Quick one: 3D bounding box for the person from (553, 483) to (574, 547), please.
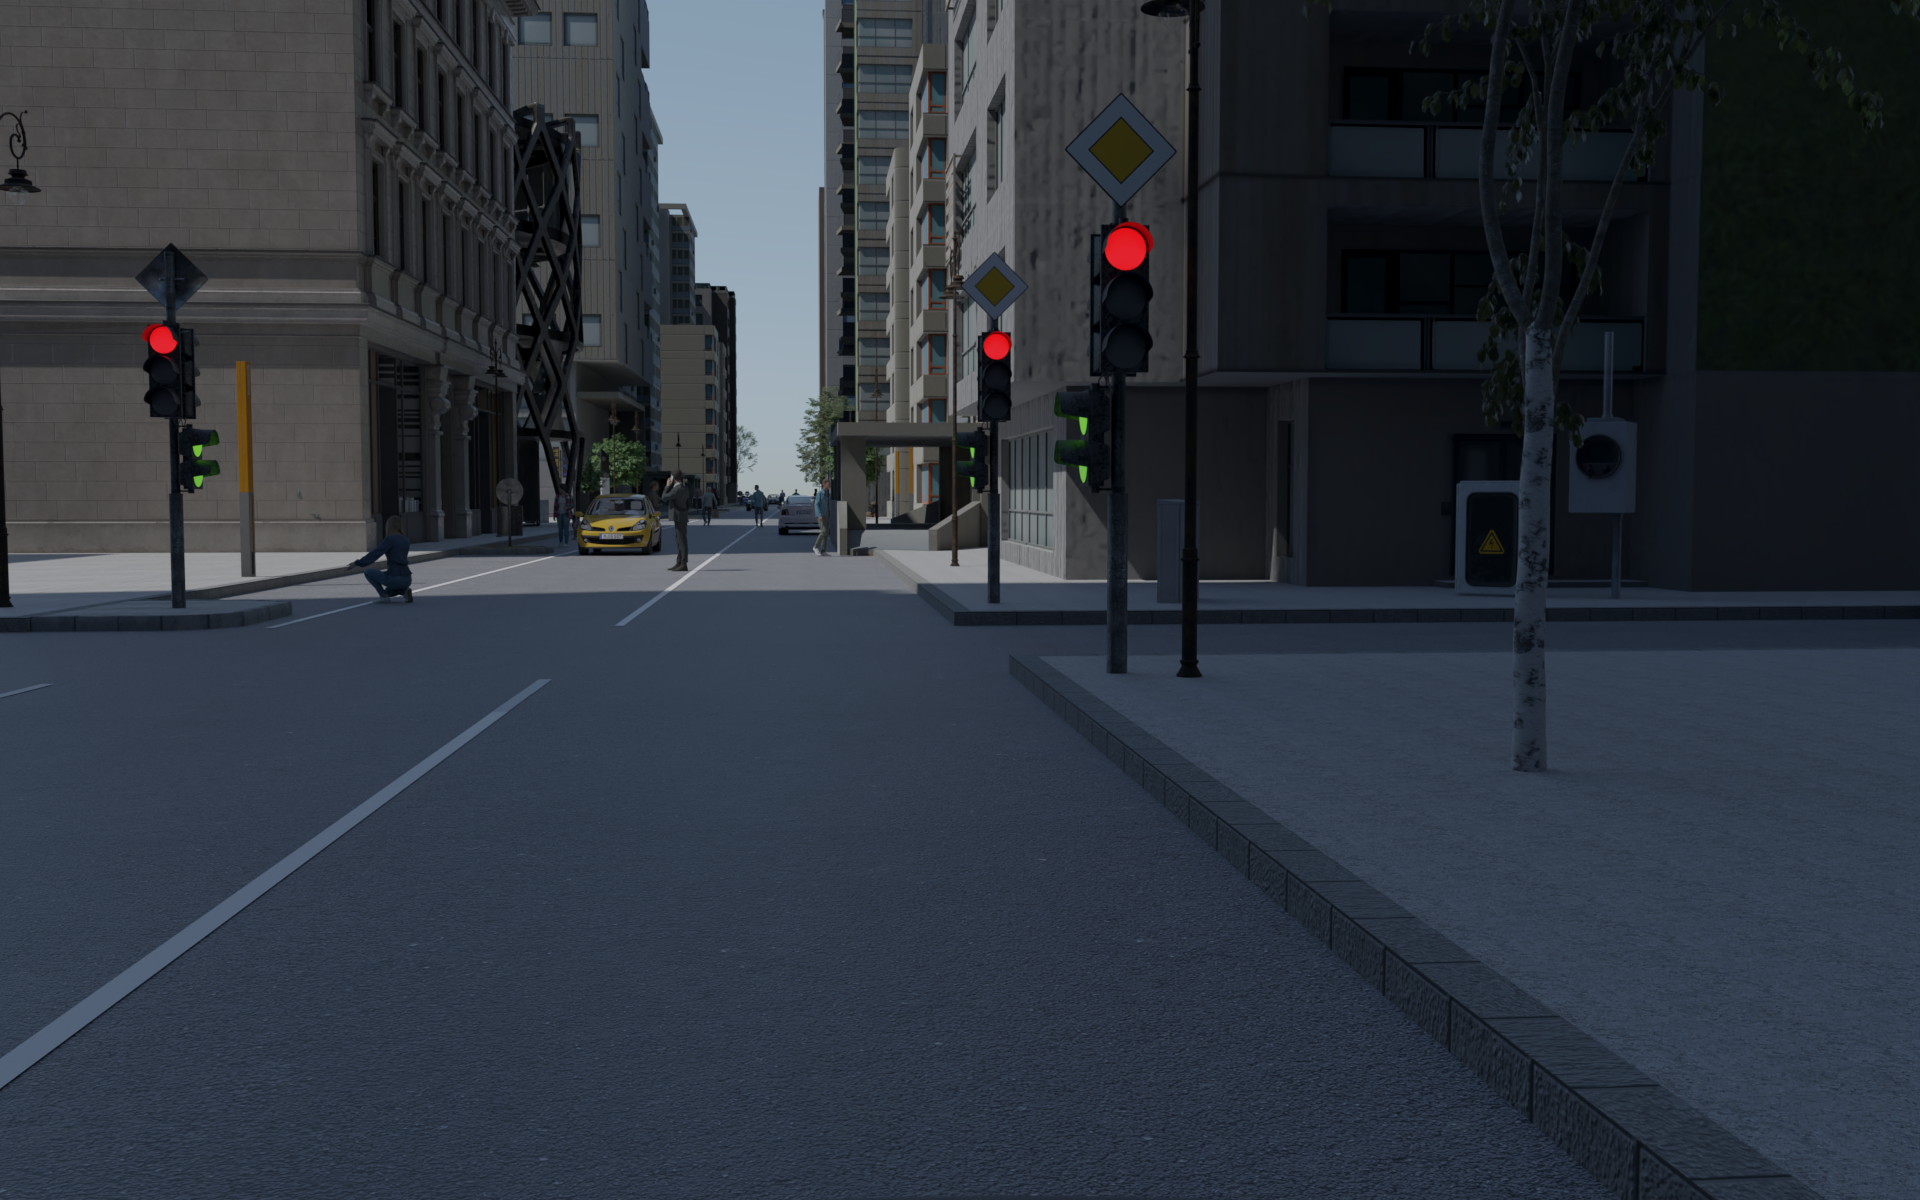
[{"bbox_3d":[-10.733,-2.300,46.939,0.563,1.720,0.643,0,4,5],"label":"person"}]

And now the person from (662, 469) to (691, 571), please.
[{"bbox_3d":[-5.274,-1.488,32.187,0.474,1.900,0.648,0,4,2],"label":"person"}]

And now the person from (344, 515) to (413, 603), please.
[{"bbox_3d":[-7.606,-0.538,22.787,0.738,1.151,1.012,2,4,32],"label":"person"}]

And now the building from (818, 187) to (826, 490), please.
[{"bbox_3d":[-13.091,-36.461,246.244,14.600,45.320,14.200,0,4,-5],"label":"building"}]

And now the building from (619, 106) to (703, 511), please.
[{"bbox_3d":[-39.945,-28.372,155.766,32.217,40.220,23.993,0,4,-5],"label":"building"}]

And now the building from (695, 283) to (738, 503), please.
[{"bbox_3d":[-37.775,-28.425,236.452,14.160,30.474,14.107,0,4,-5],"label":"building"}]

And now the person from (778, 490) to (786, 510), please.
[{"bbox_3d":[-16.157,-9.107,157.272,0.709,1.838,0.599,-2,4,-26],"label":"person"}]

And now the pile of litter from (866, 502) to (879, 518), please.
[{"bbox_3d":[-5.032,-4.955,94.979,1.176,0.858,1.719,-1,4,-9],"label":"pile of litter"}]

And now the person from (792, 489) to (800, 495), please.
[{"bbox_3d":[-12.281,-7.421,129.918,1.350,1.814,0.705,1,4,9],"label":"person"}]

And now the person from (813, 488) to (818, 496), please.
[{"bbox_3d":[-9.586,-6.537,115.521,0.705,1.807,1.348,0,4,7],"label":"person"}]

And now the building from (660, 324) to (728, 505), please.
[{"bbox_3d":[-40.217,-21.133,190.571,27.650,21.520,28.899,0,4,-5],"label":"building"}]

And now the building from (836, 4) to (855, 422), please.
[{"bbox_3d":[2.252,-28.804,125.571,22.147,44.769,28.867,0,4,-5],"label":"building"}]

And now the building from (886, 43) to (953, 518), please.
[{"bbox_3d":[11.028,-14.517,82.389,27.650,21.520,28.899,0,4,-5],"label":"building"}]

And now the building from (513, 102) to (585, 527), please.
[{"bbox_3d":[-23.296,-12.184,66.663,16.820,18.784,16.811,0,4,-5],"label":"building"}]

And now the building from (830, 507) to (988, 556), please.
[{"bbox_3d":[12.608,-21.747,47.437,32.217,40.220,23.993,0,4,-5],"label":"building"}]

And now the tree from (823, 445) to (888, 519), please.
[{"bbox_3d":[-5.370,-6.407,88.467,4.285,4.588,4.351,0,3,0],"label":"tree"}]

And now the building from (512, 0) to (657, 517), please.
[{"bbox_3d":[-33.382,-31.591,105.744,28.713,52.752,27.495,0,4,-5],"label":"building"}]

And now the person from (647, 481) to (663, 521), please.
[{"bbox_3d":[-7.830,-2.174,44.601,0.362,1.759,0.519,-2,4,-32],"label":"person"}]

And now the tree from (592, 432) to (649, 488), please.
[{"bbox_3d":[-17.978,-6.570,91.133,4.285,4.588,4.351,0,3,0],"label":"tree"}]

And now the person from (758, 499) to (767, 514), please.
[{"bbox_3d":[-14.361,-7.051,124.501,0.721,1.743,1.217,3,5,40],"label":"person"}]

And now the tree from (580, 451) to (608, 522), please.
[{"bbox_3d":[-16.727,-5.122,78.350,1.663,3.219,1.824,0,3,0],"label":"tree"}]

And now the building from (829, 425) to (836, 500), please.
[{"bbox_3d":[-0.382,-51.468,154.178,22.319,86.520,31.000,0,4,-5],"label":"building"}]

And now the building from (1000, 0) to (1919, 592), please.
[{"bbox_3d":[7.239,-21.079,28.236,14.086,41.232,14.154,0,4,-5],"label":"building"}]

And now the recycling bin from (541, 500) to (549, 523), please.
[{"bbox_3d":[-18.973,-3.995,77.875,0.722,1.027,0.722,3,5,40],"label":"recycling bin"}]

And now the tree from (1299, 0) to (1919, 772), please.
[{"bbox_3d":[2.884,-3.515,7.832,4.360,8.622,3.978,0,3,0],"label":"tree"}]

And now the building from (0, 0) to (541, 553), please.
[{"bbox_3d":[-17.586,-11.468,38.409,10.553,20.767,40.483,0,4,-5],"label":"building"}]

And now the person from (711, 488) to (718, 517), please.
[{"bbox_3d":[-15.704,-6.232,110.524,0.705,1.807,1.348,1,4,14],"label":"person"}]

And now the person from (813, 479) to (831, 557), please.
[{"bbox_3d":[-3.145,-1.887,39.701,0.444,1.785,0.601,2,4,35],"label":"person"}]

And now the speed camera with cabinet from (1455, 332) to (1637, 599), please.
[{"bbox_3d":[7.240,-1.657,21.434,2.038,3.252,0.660,2,4,32],"label":"speed camera with cabinet"}]

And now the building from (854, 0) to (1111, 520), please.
[{"bbox_3d":[0.630,-25.713,104.005,14.154,41.232,14.086,0,4,-5],"label":"building"}]

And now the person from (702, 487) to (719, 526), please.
[{"bbox_3d":[-11.297,-4.243,78.364,0.782,1.767,0.515,-2,4,-26],"label":"person"}]

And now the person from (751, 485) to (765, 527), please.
[{"bbox_3d":[-8.822,-4.110,75.566,0.638,1.841,0.748,0,4,-8],"label":"person"}]

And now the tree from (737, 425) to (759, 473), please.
[{"bbox_3d":[-32.942,-19.892,250.986,9.928,11.665,9.643,0,3,0],"label":"tree"}]

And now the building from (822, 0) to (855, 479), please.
[{"bbox_3d":[-5.184,-40.296,200.844,21.231,58.520,28.212,0,4,-5],"label":"building"}]

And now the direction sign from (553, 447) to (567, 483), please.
[{"bbox_3d":[-19.098,-5.561,82.914,0.876,3.537,0.379,1,4,20],"label":"direction sign"}]

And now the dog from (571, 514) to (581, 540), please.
[{"bbox_3d":[-11.867,-2.298,54.405,0.800,0.831,0.513,1,4,18],"label":"dog"}]
